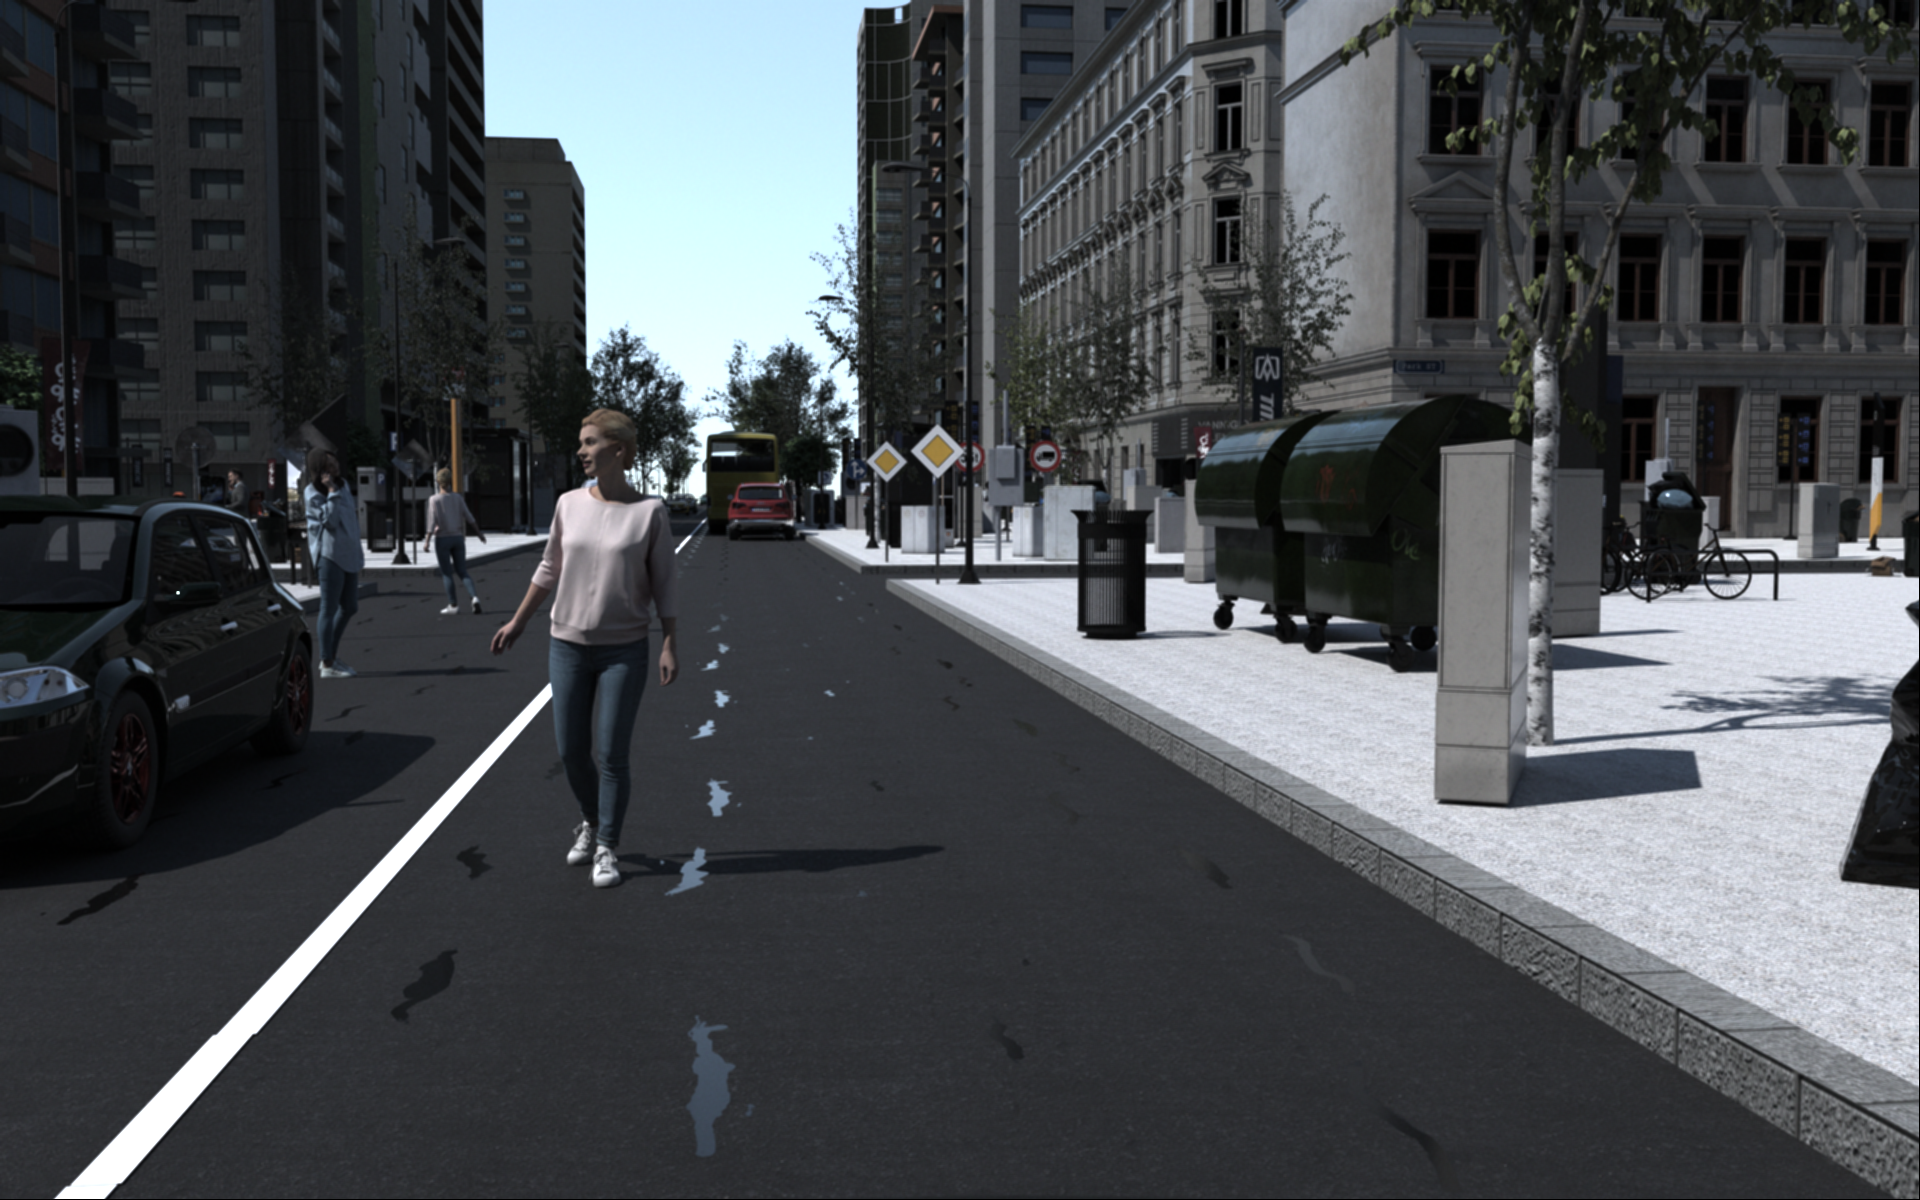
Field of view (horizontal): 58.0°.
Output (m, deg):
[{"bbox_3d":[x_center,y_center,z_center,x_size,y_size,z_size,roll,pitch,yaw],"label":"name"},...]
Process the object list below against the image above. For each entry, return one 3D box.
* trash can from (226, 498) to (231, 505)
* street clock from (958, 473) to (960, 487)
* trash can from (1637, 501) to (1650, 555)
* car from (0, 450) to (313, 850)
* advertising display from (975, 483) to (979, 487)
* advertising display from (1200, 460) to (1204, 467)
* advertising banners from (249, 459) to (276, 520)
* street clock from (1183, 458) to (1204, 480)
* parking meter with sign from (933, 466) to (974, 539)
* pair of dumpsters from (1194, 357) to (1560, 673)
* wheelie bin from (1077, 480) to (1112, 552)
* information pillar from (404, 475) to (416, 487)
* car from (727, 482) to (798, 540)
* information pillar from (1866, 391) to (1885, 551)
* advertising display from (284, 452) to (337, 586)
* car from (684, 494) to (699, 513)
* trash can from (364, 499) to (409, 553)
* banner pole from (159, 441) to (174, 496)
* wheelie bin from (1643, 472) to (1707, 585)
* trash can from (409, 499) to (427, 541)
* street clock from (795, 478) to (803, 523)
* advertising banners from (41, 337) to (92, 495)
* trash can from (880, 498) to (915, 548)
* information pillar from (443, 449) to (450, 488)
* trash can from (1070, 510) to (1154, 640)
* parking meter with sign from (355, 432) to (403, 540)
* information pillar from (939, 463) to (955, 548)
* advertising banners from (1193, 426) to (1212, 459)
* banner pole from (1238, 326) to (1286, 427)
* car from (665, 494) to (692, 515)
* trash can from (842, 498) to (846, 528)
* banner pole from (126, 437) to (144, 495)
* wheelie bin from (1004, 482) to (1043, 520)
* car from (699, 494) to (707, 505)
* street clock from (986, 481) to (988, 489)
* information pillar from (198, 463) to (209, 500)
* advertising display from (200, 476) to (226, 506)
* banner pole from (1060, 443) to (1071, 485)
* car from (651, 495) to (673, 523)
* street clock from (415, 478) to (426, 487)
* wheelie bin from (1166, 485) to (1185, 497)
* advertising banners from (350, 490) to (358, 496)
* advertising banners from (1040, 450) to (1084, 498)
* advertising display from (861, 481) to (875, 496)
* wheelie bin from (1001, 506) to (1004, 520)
[{"bbox_3d":[-27.730,-3.278,65.253,0.748,1.137,0.748,0,3,0],"label":"trash can"},{"bbox_3d":[-0.136,-3.362,59.538,0.358,2.002,0.471,-1,4,-15],"label":"street clock"},{"bbox_3d":[14.761,-1.536,36.767,0.748,1.137,0.748,0,3,0],"label":"trash can"},{"bbox_3d":[-4.335,0.102,8.117,2.009,1.686,4.222,0,4,-7],"label":"car"},{"bbox_3d":[0.599,-5.593,96.659,0.974,1.923,0.123,0,4,2],"label":"advertising display"},{"bbox_3d":[4.881,-1.710,33.170,0.123,1.923,0.974,3,4,38],"label":"advertising display"},{"bbox_3d":[-34.746,-5.488,85.910,2.074,3.025,0.090,1,4,17],"label":"advertising banners"},{"bbox_3d":[4.707,-1.836,34.596,0.471,2.002,0.358,3,5,43],"label":"street clock"},{"bbox_3d":[-0.436,-3.275,49.812,1.738,3.016,0.543,-1,4,-15],"label":"parking meter with sign"},{"bbox_3d":[3.301,-0.730,14.432,1.574,2.255,4.437,0,4,-8],"label":"pair of dumpsters"},{"bbox_3d":[2.926,-1.876,38.582,0.980,1.594,0.693,2,4,32],"label":"wheelie bin"},{"bbox_3d":[-20.798,-3.728,65.446,0.304,2.012,0.304,-3,4,-38],"label":"information pillar"},{"bbox_3d":[-6.327,-2.857,55.381,2.281,1.827,5.304,0,4,-6],"label":"car"},{"bbox_3d":[20.784,-2.929,39.251,0.183,3.616,0.504,1,4,10],"label":"information pillar"},{"bbox_3d":[-9.082,-1.164,24.253,0.974,1.923,0.123,2,4,32],"label":"advertising display"},{"bbox_3d":[-20.740,-7.255,130.422,2.131,1.459,4.920,0,4,-7],"label":"car"},{"bbox_3d":[-12.723,-1.616,38.082,0.748,1.137,0.748,0,3,0],"label":"trash can"},{"bbox_3d":[-37.672,-5.634,82.131,0.401,3.779,0.863,2,4,32],"label":"banner pole"},{"bbox_3d":[10.135,-1.021,24.605,0.693,1.594,0.980,0,4,-3],"label":"wheelie bin"},{"bbox_3d":[-14.947,-2.185,47.377,0.748,1.137,0.748,0,3,0],"label":"trash can"},{"bbox_3d":[-7.121,-4.405,76.599,0.358,2.002,0.471,0,4,8],"label":"street clock"},{"bbox_3d":[-10.582,-1.394,18.984,2.074,3.025,0.090,-3,5,-43],"label":"advertising banners"},{"bbox_3d":[-1.437,-1.812,41.284,0.748,1.137,0.748,0,3,0],"label":"trash can"},{"bbox_3d":[-25.517,-5.796,86.112,0.504,3.616,0.183,3,5,45],"label":"information pillar"},{"bbox_3d":[1.355,-0.232,15.454,0.748,1.137,0.748,0,3,0],"label":"trash can"},{"bbox_3d":[-16.594,-3.217,48.861,1.738,3.016,0.543,1,4,21],"label":"parking meter with sign"},{"bbox_3d":[-0.320,-2.231,40.971,0.304,2.012,0.304,-1,4,-18],"label":"information pillar"},{"bbox_3d":[6.911,-2.937,44.213,2.074,3.025,0.090,2,4,30],"label":"advertising banners"},{"bbox_3d":[4.448,-2.200,25.987,0.863,3.779,0.401,0,4,-6],"label":"banner pole"},{"bbox_3d":[-19.217,-6.555,117.394,2.015,1.641,3.980,-1,4,-9],"label":"car"},{"bbox_3d":[-4.153,-3.317,65.878,0.748,1.137,0.748,0,3,0],"label":"trash can"},{"bbox_3d":[-36.596,-5.305,76.746,0.863,3.779,0.401,-3,5,-42],"label":"banner pole"},{"bbox_3d":[1.705,-2.231,44.380,0.980,1.594,0.693,0,4,7],"label":"wheelie bin"},{"bbox_3d":[-32.725,-13.010,224.518,2.131,1.459,4.920,0,4,-6],"label":"car"},{"bbox_3d":[1.647,-5.532,95.022,0.471,2.002,0.358,3,5,41],"label":"street clock"},{"bbox_3d":[-35.627,-5.522,81.645,0.504,3.616,0.183,-2,4,-30],"label":"information pillar"},{"bbox_3d":[-27.373,-3.563,63.475,0.974,1.923,0.123,1,4,12],"label":"advertising display"},{"bbox_3d":[5.221,-5.838,85.461,0.863,3.779,0.401,3,5,44],"label":"banner pole"},{"bbox_3d":[-12.497,-3.504,69.294,2.014,1.417,4.499,0,4,-8],"label":"car"},{"bbox_3d":[-24.328,-4.500,78.147,0.471,2.002,0.358,-2,4,-26],"label":"street clock"},{"bbox_3d":[7.522,-3.178,59.861,0.693,1.594,0.980,2,4,34],"label":"wheelie bin"},{"bbox_3d":[-22.170,-4.093,63.112,2.074,3.025,0.090,-2,4,-29],"label":"advertising banners"},{"bbox_3d":[3.930,-4.395,68.052,2.074,3.025,0.090,-1,4,-21],"label":"advertising banners"},{"bbox_3d":[-4.612,-5.065,88.031,0.974,1.923,0.123,1,4,13],"label":"advertising display"},{"bbox_3d":[2.239,-4.842,87.079,0.980,1.594,0.693,1,4,17],"label":"wheelie bin"}]
